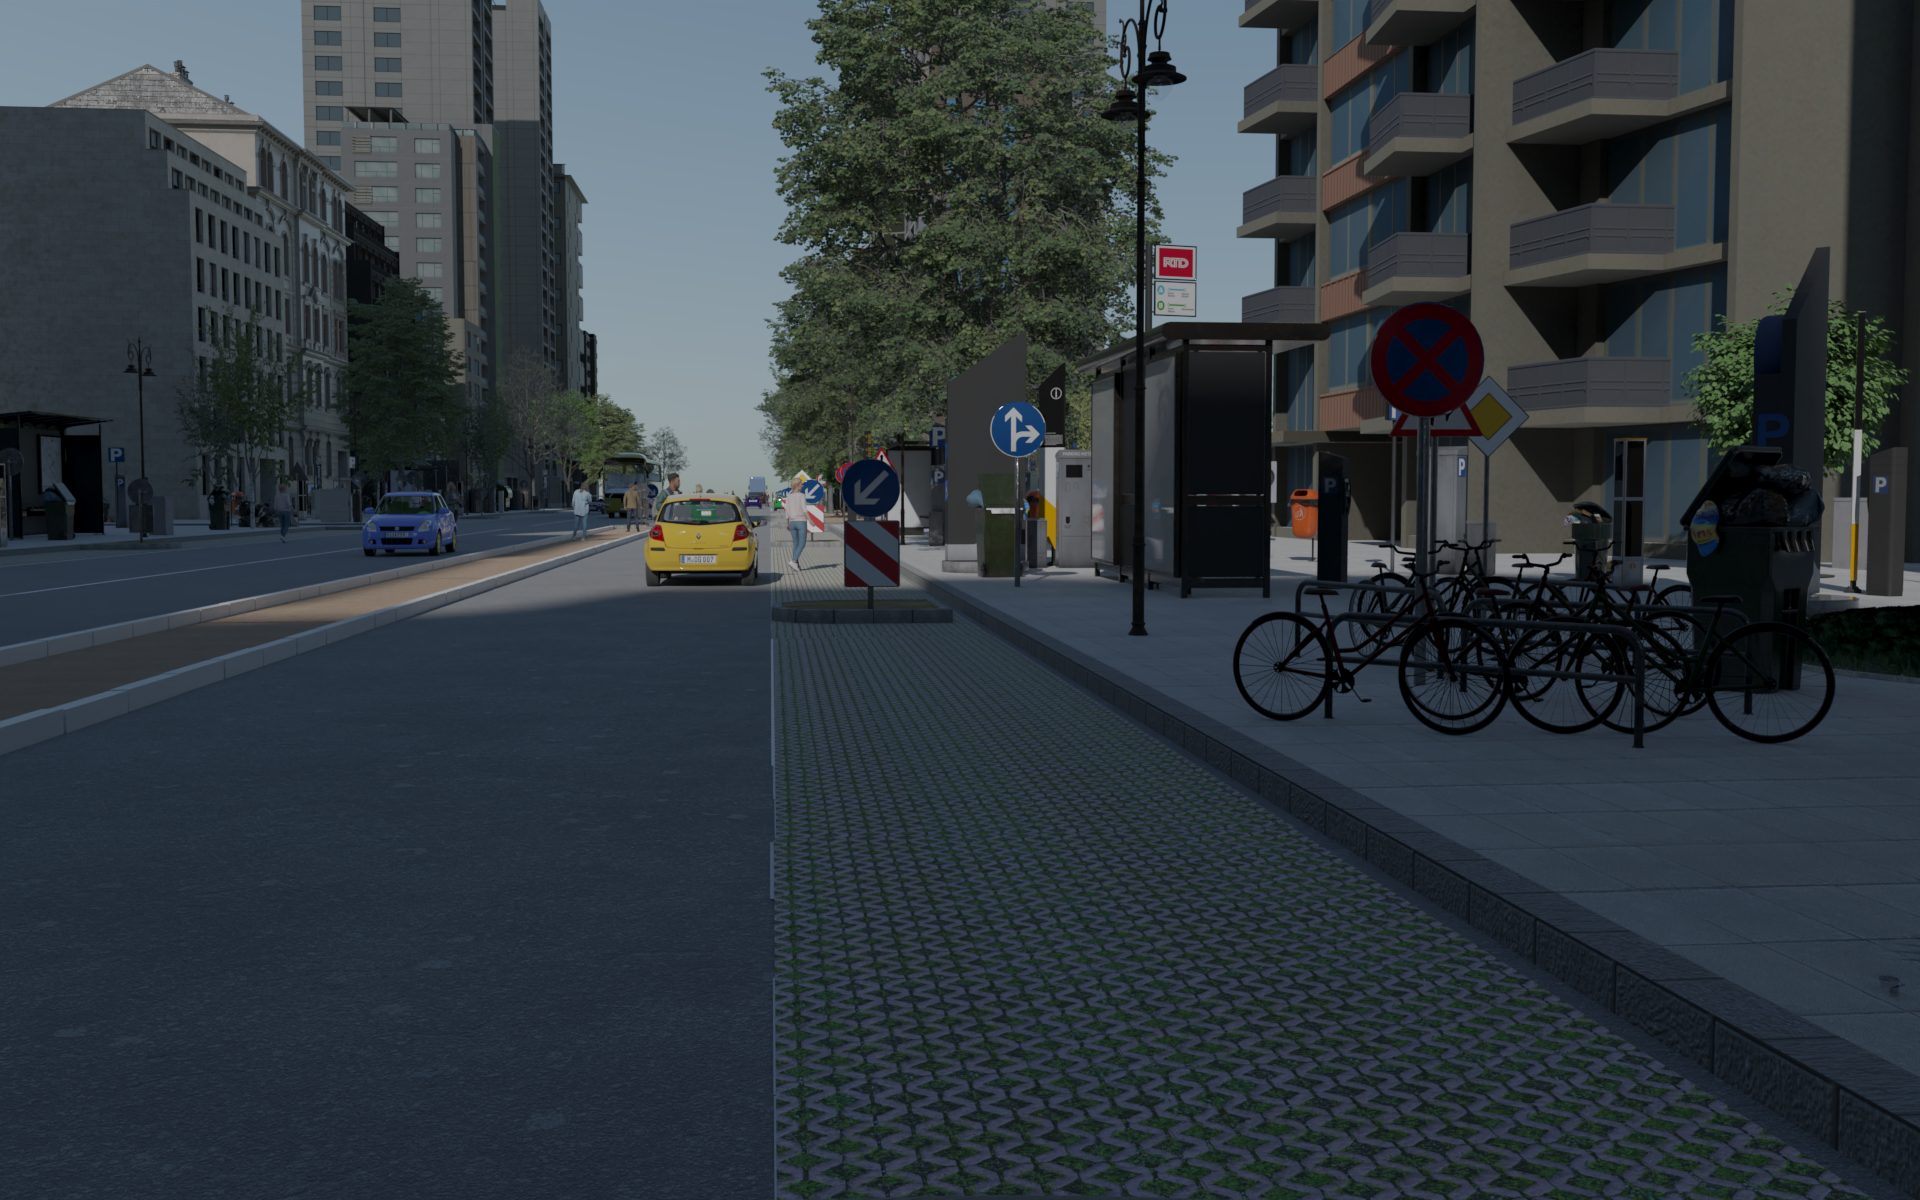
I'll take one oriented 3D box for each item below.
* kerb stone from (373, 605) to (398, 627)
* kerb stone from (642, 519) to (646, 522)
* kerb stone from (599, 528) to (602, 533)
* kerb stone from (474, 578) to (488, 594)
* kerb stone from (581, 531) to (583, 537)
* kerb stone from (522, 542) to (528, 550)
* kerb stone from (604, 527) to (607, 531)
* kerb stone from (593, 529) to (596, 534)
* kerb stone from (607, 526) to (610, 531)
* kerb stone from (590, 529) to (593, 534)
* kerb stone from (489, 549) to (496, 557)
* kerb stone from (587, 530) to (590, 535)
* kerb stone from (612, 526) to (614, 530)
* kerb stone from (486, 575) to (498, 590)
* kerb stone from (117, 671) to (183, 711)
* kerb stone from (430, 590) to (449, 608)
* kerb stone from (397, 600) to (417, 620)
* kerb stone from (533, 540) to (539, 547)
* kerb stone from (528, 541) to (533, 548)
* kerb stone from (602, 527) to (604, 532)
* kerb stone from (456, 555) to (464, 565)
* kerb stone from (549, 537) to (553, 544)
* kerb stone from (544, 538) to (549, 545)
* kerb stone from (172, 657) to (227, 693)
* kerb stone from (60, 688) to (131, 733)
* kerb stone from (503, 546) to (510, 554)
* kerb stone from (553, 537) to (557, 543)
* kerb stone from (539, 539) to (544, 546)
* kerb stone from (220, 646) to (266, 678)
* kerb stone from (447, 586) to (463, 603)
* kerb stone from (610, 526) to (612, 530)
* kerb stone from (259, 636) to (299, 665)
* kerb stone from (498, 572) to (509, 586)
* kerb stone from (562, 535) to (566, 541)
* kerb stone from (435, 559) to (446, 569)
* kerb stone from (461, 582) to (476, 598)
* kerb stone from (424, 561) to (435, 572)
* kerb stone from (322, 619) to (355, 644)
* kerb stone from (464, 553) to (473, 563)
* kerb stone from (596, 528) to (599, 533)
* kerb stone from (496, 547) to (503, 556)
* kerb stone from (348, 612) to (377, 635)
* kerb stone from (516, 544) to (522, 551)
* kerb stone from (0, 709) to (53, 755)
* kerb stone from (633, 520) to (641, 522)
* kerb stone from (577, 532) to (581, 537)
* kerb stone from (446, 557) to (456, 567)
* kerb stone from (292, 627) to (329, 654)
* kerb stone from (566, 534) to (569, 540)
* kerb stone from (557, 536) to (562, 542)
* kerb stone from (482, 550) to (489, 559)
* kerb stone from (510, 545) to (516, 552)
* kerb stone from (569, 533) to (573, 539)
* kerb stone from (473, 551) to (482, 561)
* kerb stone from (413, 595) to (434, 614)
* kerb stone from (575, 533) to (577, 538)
[{"bbox_3d":[-6.367,0.196,19.023,0.120,0.150,1.000,0,4,-6],"label":"kerb stone"},{"bbox_3d":[-15.860,-3.936,86.551,0.120,0.150,1.000,0,4,-6],"label":"kerb stone"},{"bbox_3d":[-13.354,-2.536,63.656,0.120,0.150,1.000,0,4,-6],"label":"kerb stone"},{"bbox_3d":[-7.031,-0.179,25.121,0.120,0.150,1.000,0,4,-6],"label":"kerb stone"},{"bbox_3d":[-12.690,-2.160,57.519,0.120,0.150,1.000,0,4,-6],"label":"kerb stone"},{"bbox_3d":[-11.241,-1.343,44.254,0.120,0.150,1.000,0,4,-6],"label":"kerb stone"},{"bbox_3d":[-13.588,-2.660,65.688,0.120,0.150,1.000,0,4,-6],"label":"kerb stone"},{"bbox_3d":[-13.144,-2.411,61.613,0.120,0.150,1.000,0,4,-6],"label":"kerb stone"},{"bbox_3d":[-13.699,-2.719,66.704,0.120,0.150,1.000,0,4,-6],"label":"kerb stone"},{"bbox_3d":[-13.028,-2.348,60.586,0.120,0.150,1.000,0,4,-6],"label":"kerb stone"},{"bbox_3d":[-10.686,-1.037,39.156,0.120,0.150,1.000,0,4,-6],"label":"kerb stone"},{"bbox_3d":[-12.918,-2.285,59.561,0.120,0.150,1.000,0,4,-6],"label":"kerb stone"},{"bbox_3d":[-13.916,-2.845,68.747,0.120,0.150,1.000,0,4,-6],"label":"kerb stone"},{"bbox_3d":[-7.152,-0.242,26.152,0.120,0.150,1.000,0,4,-6],"label":"kerb stone"},{"bbox_3d":[-5.583,0.634,11.887,0.120,0.150,1.000,0,4,-6],"label":"kerb stone"},{"bbox_3d":[-6.704,0.008,22.072,0.120,0.150,1.000,0,4,-6],"label":"kerb stone"},{"bbox_3d":[-6.474,0.132,20.040,0.120,0.150,1.000,0,4,-6],"label":"kerb stone"},{"bbox_3d":[-11.459,-1.475,46.318,0.120,0.150,1.000,0,4,-6],"label":"kerb stone"},{"bbox_3d":[-11.349,-1.412,45.285,0.120,0.150,1.000,0,4,-6],"label":"kerb stone"},{"bbox_3d":[-13.480,-2.598,64.670,0.120,0.150,1.000,0,4,-6],"label":"kerb stone"},{"bbox_3d":[-10.240,-0.788,35.074,0.120,0.150,1.000,0,4,-6],"label":"kerb stone"},{"bbox_3d":[-11.800,-1.662,49.365,0.120,0.150,1.000,0,4,-6],"label":"kerb stone"},{"bbox_3d":[-11.683,-1.599,48.350,0.120,0.150,1.000,0,4,-6],"label":"kerb stone"},{"bbox_3d":[-5.703,0.569,12.902,0.120,0.150,1.000,0,4,-6],"label":"kerb stone"},{"bbox_3d":[-5.467,0.701,10.867,0.120,0.150,1.000,0,4,-6],"label":"kerb stone"},{"bbox_3d":[-10.908,-1.159,41.202,0.120,0.150,1.000,0,4,-6],"label":"kerb stone"},{"bbox_3d":[-11.917,-1.724,50.381,0.120,0.150,1.000,0,4,-6],"label":"kerb stone"},{"bbox_3d":[-11.572,-1.538,47.334,0.120,0.150,1.000,0,4,-6],"label":"kerb stone"},{"bbox_3d":[-5.811,0.506,13.921,0.120,0.150,1.000,0,4,-6],"label":"kerb stone"},{"bbox_3d":[-6.812,-0.055,23.089,0.120,0.150,1.000,0,4,-6],"label":"kerb stone"},{"bbox_3d":[-13.808,-2.785,67.724,0.120,0.150,1.000,0,4,-6],"label":"kerb stone"},{"bbox_3d":[-5.924,0.449,14.938,0.120,0.150,1.000,0,4,-6],"label":"kerb stone"},{"bbox_3d":[-7.258,-0.304,27.168,0.120,0.150,1.000,0,4,-6],"label":"kerb stone"},{"bbox_3d":[-12.135,-1.848,52.414,0.120,0.150,1.000,0,4,-6],"label":"kerb stone"},{"bbox_3d":[-10.010,-0.663,33.036,0.120,0.150,1.000,0,4,-6],"label":"kerb stone"},{"bbox_3d":[-6.920,-0.117,24.105,0.120,0.150,1.000,0,4,-6],"label":"kerb stone"},{"bbox_3d":[-9.906,-0.600,32.002,0.120,0.150,1.000,0,4,-6],"label":"kerb stone"},{"bbox_3d":[-6.144,0.319,16.986,0.120,0.150,1.000,0,4,-6],"label":"kerb stone"},{"bbox_3d":[-10.349,-0.850,36.090,0.120,0.150,1.000,0,4,-6],"label":"kerb stone"},{"bbox_3d":[-13.248,-2.473,62.631,0.120,0.150,1.000,0,4,-6],"label":"kerb stone"},{"bbox_3d":[-10.796,-1.099,40.172,0.120,0.150,1.000,0,4,-6],"label":"kerb stone"},{"bbox_3d":[-6.259,0.257,18.002,0.120,0.150,1.000,0,4,-6],"label":"kerb stone"},{"bbox_3d":[-11.124,-1.286,43.238,0.120,0.150,1.000,0,4,-6],"label":"kerb stone"},{"bbox_3d":[-5.363,0.755,9.849,0.120,0.150,1.000,0,4,-6],"label":"kerb stone"},{"bbox_3d":[-15.531,-3.748,83.499,0.120,0.150,1.000,0,4,-6],"label":"kerb stone"},{"bbox_3d":[-12.579,-2.098,56.500,0.120,0.150,1.000,0,4,-6],"label":"kerb stone"},{"bbox_3d":[-10.119,-0.723,34.058,0.120,0.150,1.000,0,4,-6],"label":"kerb stone"},{"bbox_3d":[-6.035,0.383,15.966,0.120,0.150,1.000,0,4,-6],"label":"kerb stone"},{"bbox_3d":[-12.246,-1.910,53.431,0.120,0.150,1.000,0,4,-6],"label":"kerb stone"},{"bbox_3d":[-12.019,-1.786,51.398,0.120,0.150,1.000,0,4,-6],"label":"kerb stone"},{"bbox_3d":[-10.568,-0.974,38.133,0.120,0.150,1.000,0,4,-6],"label":"kerb stone"},{"bbox_3d":[-11.022,-1.225,42.218,0.120,0.150,1.000,0,4,-6],"label":"kerb stone"},{"bbox_3d":[-12.346,-1.970,54.448,0.120,0.150,1.000,0,4,-6],"label":"kerb stone"},{"bbox_3d":[-10.451,-0.911,37.112,0.120,0.150,1.000,0,4,-6],"label":"kerb stone"},{"bbox_3d":[-6.590,0.070,21.056,0.120,0.150,1.000,0,4,-6],"label":"kerb stone"},{"bbox_3d":[-12.469,-2.031,55.483,0.120,0.150,1.000,0,4,-6],"label":"kerb stone"}]
